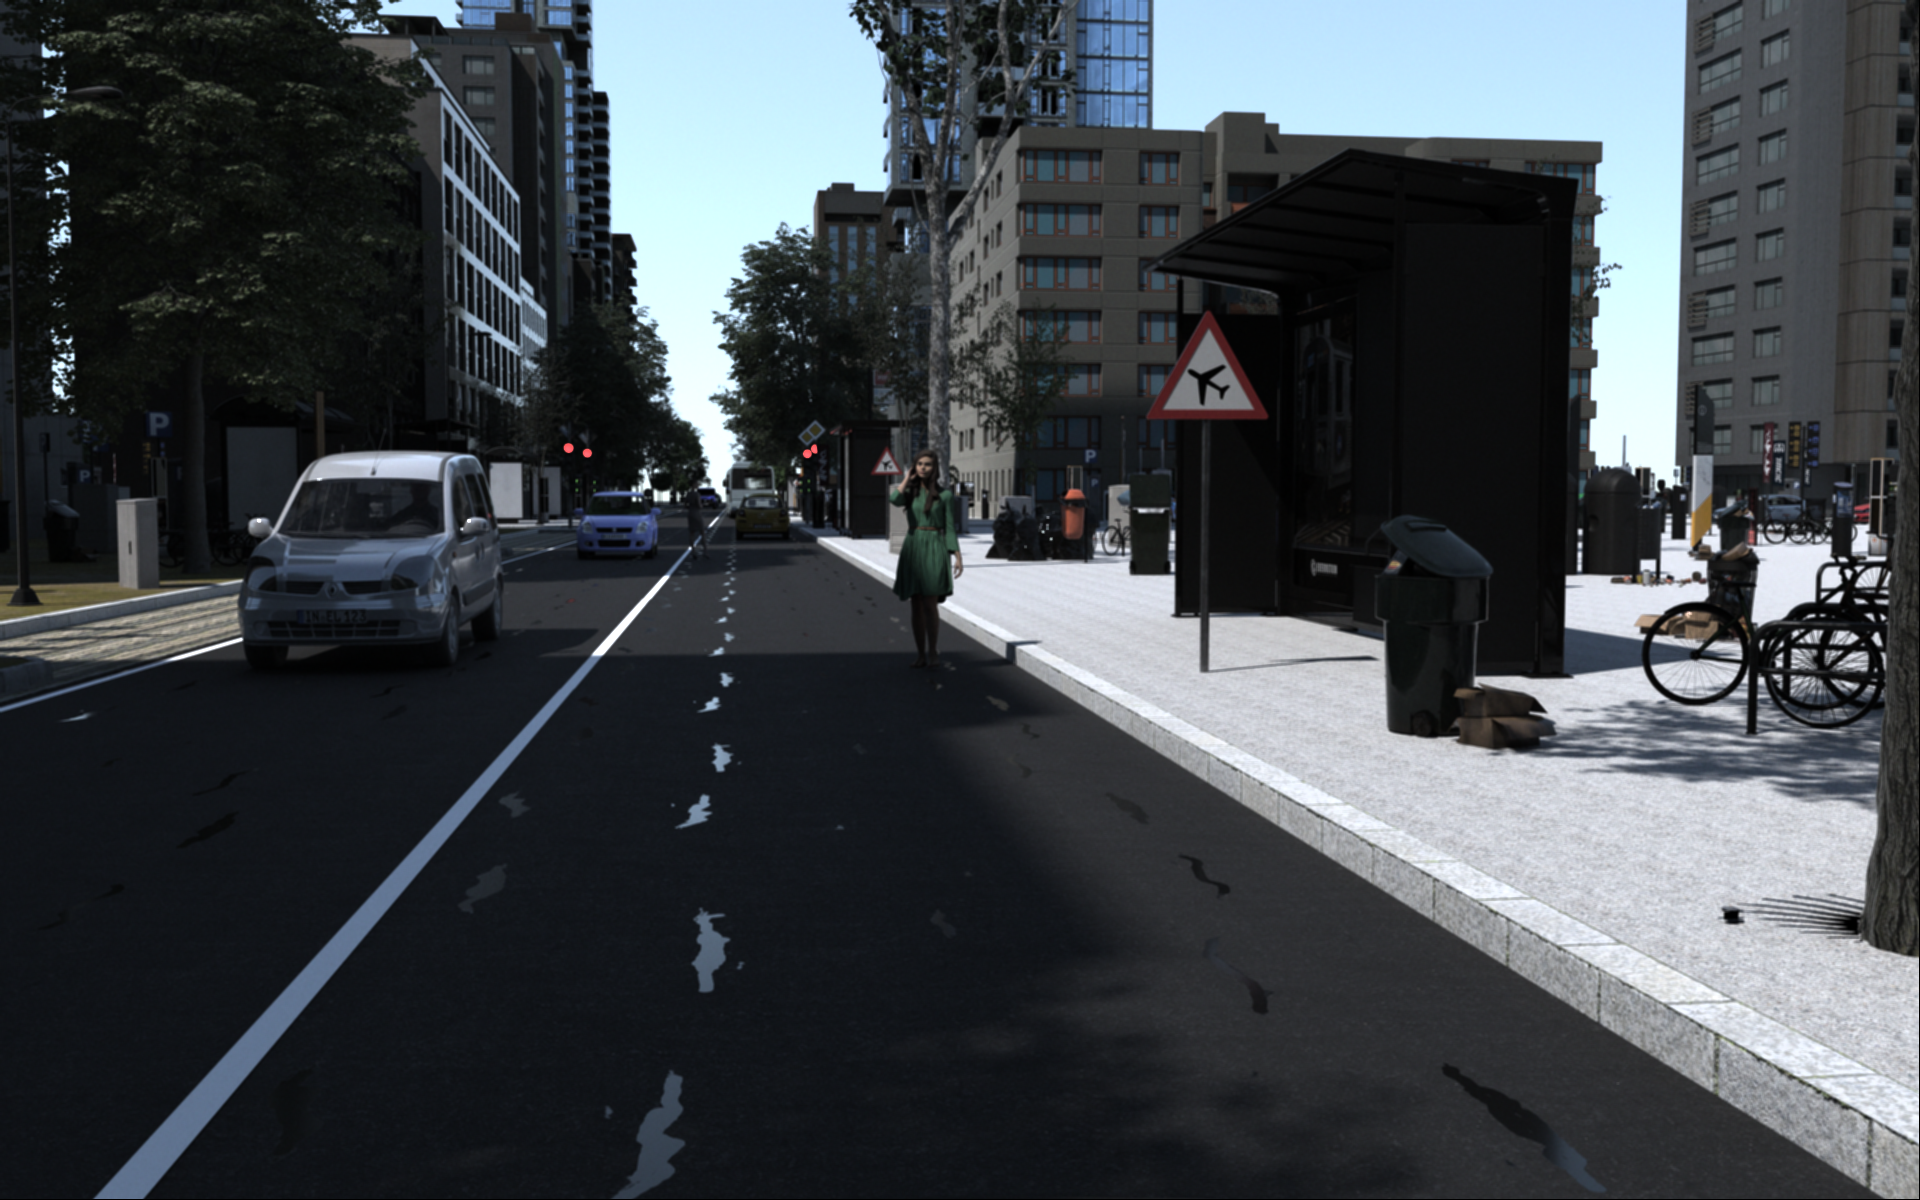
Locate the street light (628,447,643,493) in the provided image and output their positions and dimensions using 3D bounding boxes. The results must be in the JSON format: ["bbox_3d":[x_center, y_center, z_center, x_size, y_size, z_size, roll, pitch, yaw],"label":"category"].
[{"bbox_3d":[-24.604,-9.720,131.458,1.470,5.913,1.316,0,4,-7],"label":"street light"}]

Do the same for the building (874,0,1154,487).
[{"bbox_3d":[2.777,-50.164,132.860,22.319,86.520,31.000,0,4,-7],"label":"building"}]

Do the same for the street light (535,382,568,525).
[{"bbox_3d":[-16.924,-6.075,71.873,1.470,5.913,1.316,0,4,-7],"label":"street light"}]

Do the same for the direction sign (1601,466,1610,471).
[{"bbox_3d":[52.157,-9.056,140.067,0.876,3.537,0.379,-1,4,-18],"label":"direction sign"}]

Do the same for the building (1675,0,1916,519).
[{"bbox_3d":[48.876,-25.029,92.813,14.086,41.232,14.154,0,4,-7],"label":"building"}]

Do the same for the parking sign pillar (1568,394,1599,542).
[{"bbox_3d":[16.112,-3.556,46.613,1.447,3.967,1.447,-3,4,-37],"label":"parking sign pillar"}]

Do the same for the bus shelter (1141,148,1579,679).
[{"bbox_3d":[3.109,-1.451,15.003,1.731,3.624,6.357,0,4,-7],"label":"bus shelter"}]

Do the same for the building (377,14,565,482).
[{"bbox_3d":[-42.706,-28.631,151.707,14.154,41.232,14.086,0,4,-7],"label":"building"}]

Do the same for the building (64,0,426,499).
[{"bbox_3d":[-34.068,-15.611,84.925,12.332,23.373,15.834,0,4,-7],"label":"building"}]

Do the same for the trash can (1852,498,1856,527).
[{"bbox_3d":[32.949,-3.232,64.504,0.748,1.137,0.748,0,3,0],"label":"trash can"}]

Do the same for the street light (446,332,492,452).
[{"bbox_3d":[-14.095,-4.716,49.650,1.470,5.913,1.316,0,4,-7],"label":"street light"}]

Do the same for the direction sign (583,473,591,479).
[{"bbox_3d":[-19.851,-6.131,92.237,0.379,3.537,0.876,-3,4,-36],"label":"direction sign"}]

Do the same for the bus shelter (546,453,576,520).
[{"bbox_3d":[-20.718,-5.739,87.759,2.014,3.302,5.546,0,4,-7],"label":"bus shelter"}]

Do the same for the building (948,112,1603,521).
[{"bbox_3d":[15.364,-15.415,97.075,28.899,21.520,27.650,0,4,-7],"label":"building"}]

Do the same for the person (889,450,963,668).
[{"bbox_3d":[-0.272,-0.335,14.222,0.600,1.795,0.529,0,4,1],"label":"person"}]

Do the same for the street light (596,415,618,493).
[{"bbox_3d":[-20.766,-7.898,101.665,1.470,5.913,1.316,0,4,-7],"label":"street light"}]

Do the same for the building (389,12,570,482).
[{"bbox_3d":[-45.197,-31.522,165.496,14.600,45.320,14.200,0,4,-7],"label":"building"}]

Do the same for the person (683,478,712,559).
[{"bbox_3d":[-5.800,-1.799,38.256,0.599,1.781,0.374,2,4,34],"label":"person"}]

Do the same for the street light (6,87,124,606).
[{"bbox_3d":[-10.248,-2.894,19.858,1.470,5.913,1.316,0,4,-7],"label":"street light"}]

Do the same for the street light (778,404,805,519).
[{"bbox_3d":[-8.433,-7.064,88.037,1.470,5.913,1.316,0,4,-7],"label":"street light"}]

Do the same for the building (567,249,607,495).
[{"bbox_3d":[-49.374,-26.461,204.341,14.160,30.474,14.107,0,4,-7],"label":"building"}]

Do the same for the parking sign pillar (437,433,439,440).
[{"bbox_3d":[-22.047,-5.101,71.867,1.447,3.967,1.447,2,4,26],"label":"parking sign pillar"}]

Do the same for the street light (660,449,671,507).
[{"bbox_3d":[-30.487,-12.585,178.311,1.470,5.913,1.316,0,4,-7],"label":"street light"}]

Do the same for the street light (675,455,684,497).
[{"bbox_3d":[-34.288,-14.408,208.109,1.470,5.913,1.316,0,4,-7],"label":"street light"}]

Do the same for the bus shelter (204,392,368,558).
[{"bbox_3d":[-14.320,-2.645,37.177,2.014,3.302,5.546,0,4,-7],"label":"bus shelter"}]

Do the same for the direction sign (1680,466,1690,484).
[{"bbox_3d":[54.631,-8.475,130.564,0.876,3.537,0.379,-1,4,-22],"label":"direction sign"}]

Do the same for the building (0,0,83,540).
[{"bbox_3d":[-36.119,-36.820,40.264,20.611,71.187,20.563,0,4,-7],"label":"building"}]

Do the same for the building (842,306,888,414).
[{"bbox_3d":[2.921,-20.215,175.547,27.650,21.520,28.899,0,4,-7],"label":"building"}]

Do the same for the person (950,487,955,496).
[{"bbox_3d":[-0.436,-3.865,71.868,0.537,1.800,0.526,0,4,-2],"label":"person"}]

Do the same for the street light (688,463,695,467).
[{"bbox_3d":[-40.982,-17.587,260.087,1.470,5.913,1.316,0,4,-7],"label":"street light"}]

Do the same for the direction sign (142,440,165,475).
[{"bbox_3d":[-33.852,-4.942,72.797,0.876,3.537,0.379,-1,4,-22],"label":"direction sign"}]

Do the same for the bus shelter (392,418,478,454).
[{"bbox_3d":[-17.066,-3.997,56.632,1.731,3.624,6.357,0,4,-7],"label":"bus shelter"}]

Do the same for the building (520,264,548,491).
[{"bbox_3d":[-38.612,-17.198,135.937,10.420,20.320,16.860,0,4,-7],"label":"building"}]

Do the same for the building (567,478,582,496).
[{"bbox_3d":[-56.504,-30.064,183.426,32.217,40.220,23.993,0,4,-7],"label":"building"}]

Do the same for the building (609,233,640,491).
[{"bbox_3d":[-63.704,-38.288,280.634,22.147,44.769,28.867,0,4,-7],"label":"building"}]

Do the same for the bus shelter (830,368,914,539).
[{"bbox_3d":[-2.820,-4.615,53.087,2.179,5.291,8.768,0,4,-7],"label":"bus shelter"}]

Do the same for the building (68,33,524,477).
[{"bbox_3d":[-39.774,-18.680,109.937,19.350,26.468,34.151,0,4,-7],"label":"building"}]

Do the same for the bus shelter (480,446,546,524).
[{"bbox_3d":[-19.729,-5.043,76.369,2.014,3.302,5.546,0,4,-7],"label":"bus shelter"}]

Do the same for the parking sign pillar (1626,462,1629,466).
[{"bbox_3d":[56.018,-9.643,146.136,1.447,3.967,1.447,2,4,34],"label":"parking sign pillar"}]

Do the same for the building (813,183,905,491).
[{"bbox_3d":[-13.744,-36.626,248.951,14.600,45.320,14.200,0,4,-7],"label":"building"}]

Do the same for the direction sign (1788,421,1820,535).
[{"bbox_3d":[26.299,-3.795,54.045,0.876,3.537,0.379,3,4,37],"label":"direction sign"}]

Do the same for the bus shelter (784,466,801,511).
[{"bbox_3d":[-11.980,-8.237,128.604,2.014,3.302,5.546,0,4,-7],"label":"bus shelter"}]

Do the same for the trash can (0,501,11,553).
[{"bbox_3d":[-21.234,-1.615,38.054,0.748,1.137,0.748,0,3,0],"label":"trash can"}]

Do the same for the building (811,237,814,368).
[{"bbox_3d":[-16.811,-36.301,277.111,14.154,41.232,14.086,0,4,-7],"label":"building"}]

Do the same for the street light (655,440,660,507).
[{"bbox_3d":[-26.608,-10.720,147.817,1.470,5.913,1.316,0,4,-7],"label":"street light"}]

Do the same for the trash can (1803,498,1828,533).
[{"bbox_3d":[28.532,-2.821,57.781,0.748,1.137,0.748,0,3,0],"label":"trash can"}]

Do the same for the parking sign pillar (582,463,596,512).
[{"bbox_3d":[-24.952,-7.892,117.504,1.447,3.967,1.447,-1,4,-21],"label":"parking sign pillar"}]

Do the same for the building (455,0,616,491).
[{"bbox_3d":[-60.423,-57.296,249.455,22.319,86.520,31.000,0,4,-7],"label":"building"}]
